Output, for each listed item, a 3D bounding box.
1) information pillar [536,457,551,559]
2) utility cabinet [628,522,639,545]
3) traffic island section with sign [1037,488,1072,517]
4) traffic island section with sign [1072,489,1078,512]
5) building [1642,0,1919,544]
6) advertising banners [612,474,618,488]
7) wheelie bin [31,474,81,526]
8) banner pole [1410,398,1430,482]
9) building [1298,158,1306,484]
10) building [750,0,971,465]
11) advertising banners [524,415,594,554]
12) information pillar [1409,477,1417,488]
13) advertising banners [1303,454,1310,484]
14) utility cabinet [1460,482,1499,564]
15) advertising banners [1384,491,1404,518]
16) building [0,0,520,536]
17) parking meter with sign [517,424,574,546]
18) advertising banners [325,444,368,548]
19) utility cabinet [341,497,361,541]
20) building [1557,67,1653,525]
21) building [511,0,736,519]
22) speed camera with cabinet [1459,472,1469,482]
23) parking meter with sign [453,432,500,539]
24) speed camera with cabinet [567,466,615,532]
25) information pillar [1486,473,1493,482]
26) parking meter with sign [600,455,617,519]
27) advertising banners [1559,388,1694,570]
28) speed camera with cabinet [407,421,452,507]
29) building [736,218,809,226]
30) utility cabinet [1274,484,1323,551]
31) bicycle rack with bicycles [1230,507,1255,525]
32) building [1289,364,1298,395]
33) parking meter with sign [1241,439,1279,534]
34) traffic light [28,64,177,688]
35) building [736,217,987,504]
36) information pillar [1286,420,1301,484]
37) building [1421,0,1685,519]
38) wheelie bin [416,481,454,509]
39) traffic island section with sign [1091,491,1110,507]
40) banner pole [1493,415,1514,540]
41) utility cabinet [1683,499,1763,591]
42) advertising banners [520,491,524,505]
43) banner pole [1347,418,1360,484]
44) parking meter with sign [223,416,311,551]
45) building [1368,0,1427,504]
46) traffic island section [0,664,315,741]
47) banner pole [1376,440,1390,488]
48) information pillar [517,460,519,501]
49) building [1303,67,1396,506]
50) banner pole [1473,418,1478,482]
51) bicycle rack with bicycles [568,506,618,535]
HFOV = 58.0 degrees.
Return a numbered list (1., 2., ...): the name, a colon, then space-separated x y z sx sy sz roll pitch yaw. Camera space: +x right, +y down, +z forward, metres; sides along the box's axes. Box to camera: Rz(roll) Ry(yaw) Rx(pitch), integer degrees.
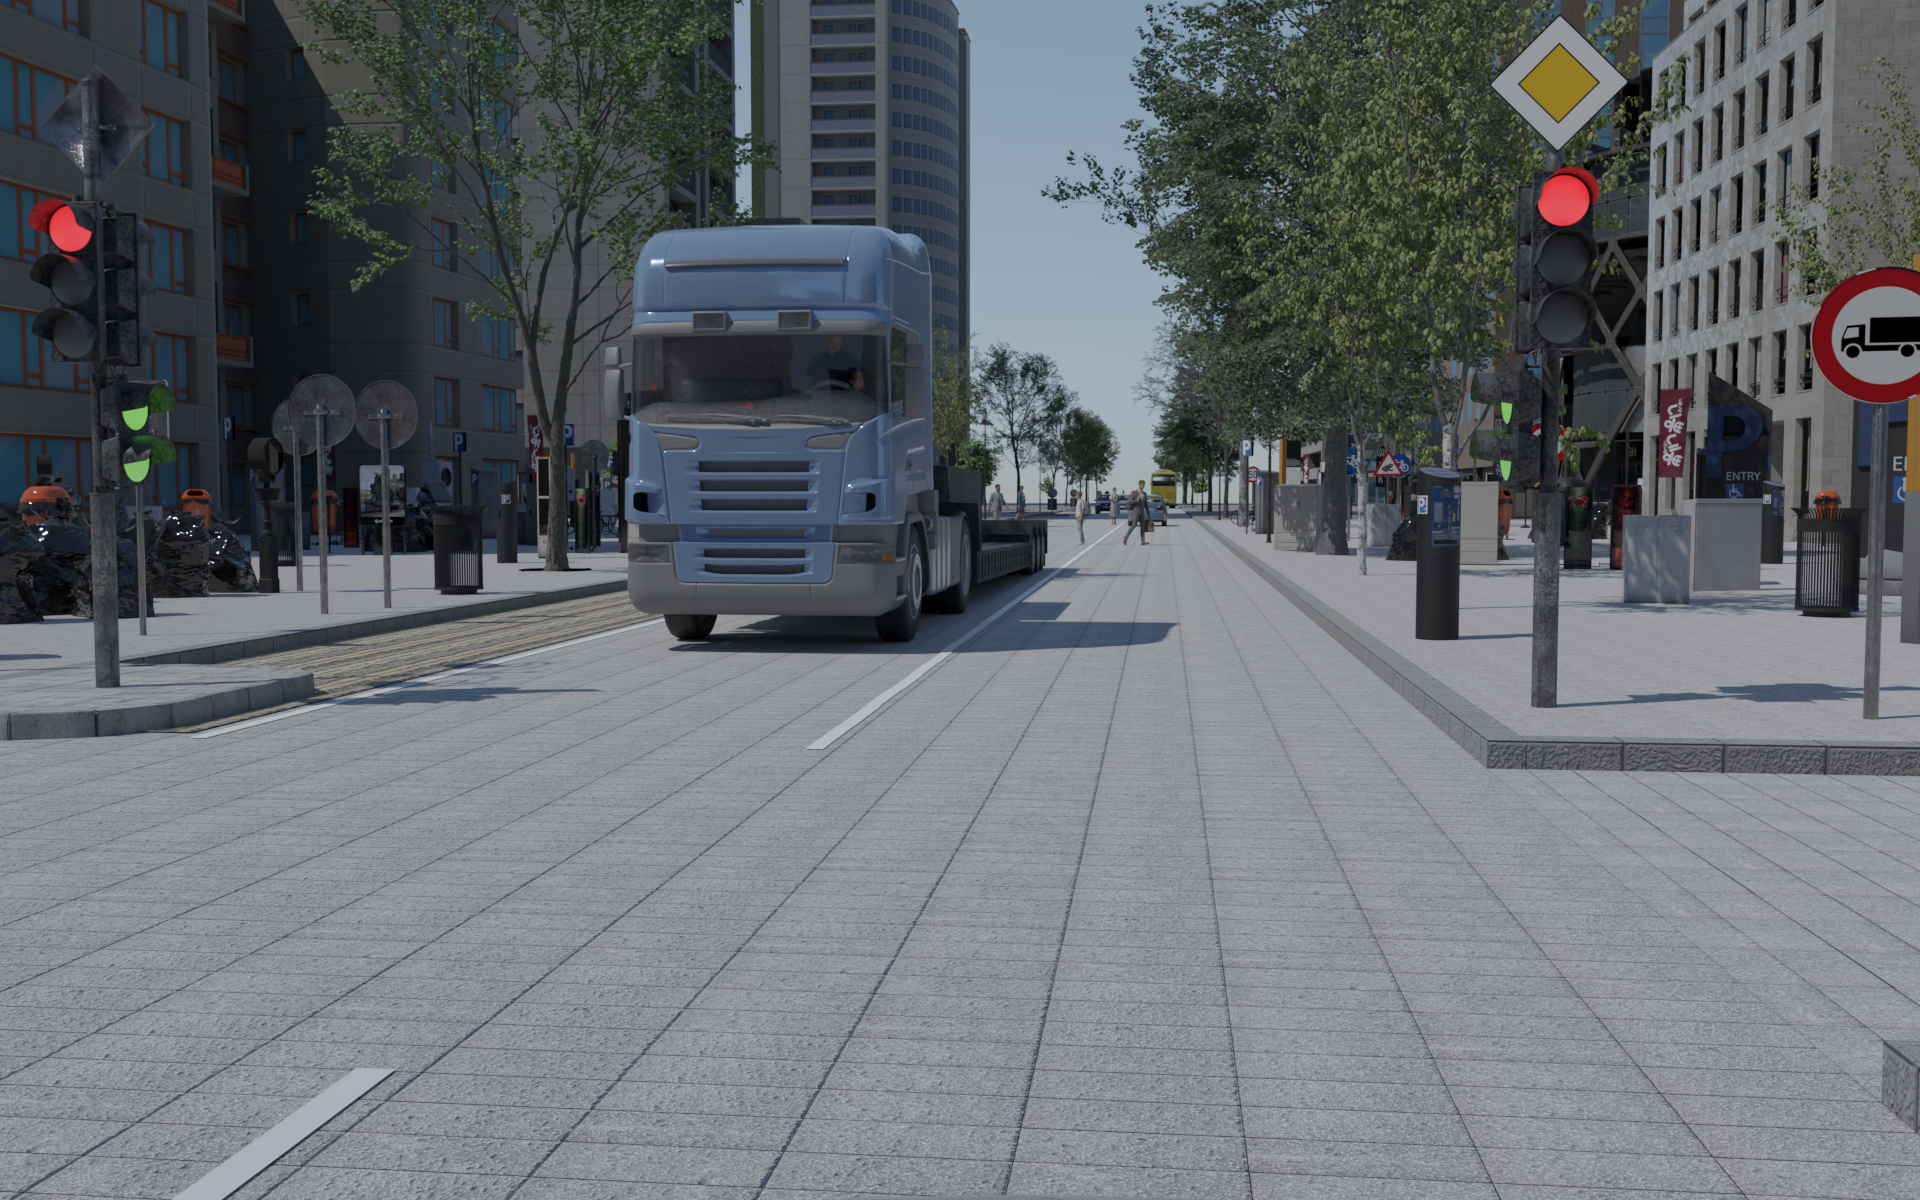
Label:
1. information pillar: -8.217 -1.835 34.488 0.304 2.012 0.304 1 4 12
2. utility cabinet: -5.683 -1.434 32.128 0.318 1.500 1.173 2 4 28
3. traffic island section with sign: 5.965 -6.249 110.791 1.989 1.847 2.006 0 4 7
4. traffic island section with sign: 9.127 -7.893 137.682 1.989 1.847 2.006 0 4 7
5. building: 28.360 -12.058 51.897 10.420 20.320 16.860 0 4 7
6. advertising banners: -16.647 -5.127 80.012 2.074 3.025 0.090 -2 4 -24
7. wheelie bin: -14.686 -1.232 28.047 0.693 1.594 0.980 0 4 4
8. banner pole: 11.348 -3.217 42.613 0.863 3.779 0.401 -3 4 -36
9. building: 53.528 -36.109 214.077 21.300 48.544 21.600 0 4 7
10. building: -10.818 -40.188 199.073 21.231 58.520 28.212 0 4 7
11. advertising banners: -8.733 -2.542 37.748 2.074 3.025 0.090 3 4 37
12. information pillar: 19.363 -4.256 74.075 0.304 2.012 0.304 0 4 1
13. advertising banners: 14.835 -4.912 76.492 0.090 3.025 2.074 -2 4 -24
14. utility cabinet: 9.129 -1.388 31.371 1.173 1.500 0.318 1 4 17
15. advertising banners: 21.257 -5.282 82.542 2.074 3.025 0.090 1 4 23
16. building: -30.963 -12.459 48.750 27.650 21.520 28.899 0 4 7
17. parking meter with sign: -10.460 -2.877 43.292 1.738 3.016 0.543 2 4 31
18. advertising banners: -14.537 -2.762 41.354 2.074 3.025 0.090 2 4 27
19. utility cabinet: -16.699 -2.222 47.491 0.306 1.237 1.020 -2 4 -33
20. building: 33.912 -12.623 73.837 16.820 18.784 16.811 0 4 7
21. building: -21.745 -40.349 97.960 20.563 71.187 20.611 0 4 7
22. speed camera with cabinet: 20.434 -4.746 71.940 0.660 3.252 2.038 3 5 42
23. parking meter with sign: -13.576 -3.261 49.574 0.543 3.016 1.738 3 5 41
24. speed camera with cabinet: -12.661 -3.903 58.148 2.038 3.252 0.660 -2 4 -30
25. information pillar: 18.609 -3.445 60.815 0.304 2.012 0.304 1 4 16
26. parking meter with sign: -16.066 -5.029 78.493 0.543 3.016 1.738 -2 4 -30
27. advertising banners: 11.168 -2.013 29.094 2.074 3.025 0.090 2 4 26
28. speed camera with cabinet: -14.210 -3.157 45.955 0.660 3.252 2.038 1 4 11
29. building: -22.050 -17.092 124.489 27.650 21.520 28.899 0 4 7
30. utility cabinet: 7.599 -1.847 38.872 0.318 1.500 1.173 -3 5 -41
31. bicycle rack with bicycles: 12.556 -3.572 71.778 2.925 0.926 2.852 2 4 31
32. building: 51.375 -28.249 233.570 14.160 30.474 14.107 0 4 7
33. parking meter with sign: 9.855 -3.614 55.355 1.738 3.016 0.543 -2 4 -27
34. traffic light: -5.647 -1.374 11.389 0.839 4.253 0.868 0 4 7
35. building: -13.245 -32.677 226.148 32.217 40.220 23.993 0 4 7
36. information pillar: 10.335 -3.820 53.816 0.504 3.616 0.183 1 4 23
37. building: 36.909 -27.966 107.351 14.600 45.320 14.200 0 4 7
38. wheelie bin: -13.032 -2.139 42.889 0.693 1.594 0.980 2 4 29
39. traffic island section with sign: 15.533 -11.234 192.299 1.989 1.847 2.006 0 4 7
40. banner pole: 15.115 -3.561 48.238 0.863 3.779 0.401 -2 4 -33
41. utility cabinet: 10.122 -0.726 23.024 1.020 1.237 0.306 -1 4 -13
42. advertising banners: -21.977 -5.437 85.084 2.074 3.025 0.090 0 4 -8
43. banner pole: 11.330 -3.692 50.385 0.863 3.779 0.401 -1 4 -12
44. parking meter with sign: -15.681 -2.630 39.255 1.738 3.016 0.543 -3 5 -42
45. building: 43.204 -28.984 128.521 22.147 44.769 28.867 0 4 7
46. traffic island section: -5.685 0.658 11.529 2.009 0.180 2.903 0 4 7
47. banner pole: 19.452 -5.477 79.569 0.863 3.779 0.401 -1 4 -18
48. information pillar: -19.245 -5.105 74.829 0.183 3.616 0.504 1 4 17
49. building: 50.417 -34.803 192.733 21.300 48.544 21.600 0 4 7
50. banner pole: 16.968 -4.103 57.107 0.401 3.779 0.863 1 4 17
51. bicycle rack with bicycles: -11.663 -2.490 54.102 2.925 0.926 2.852 3 5 41
